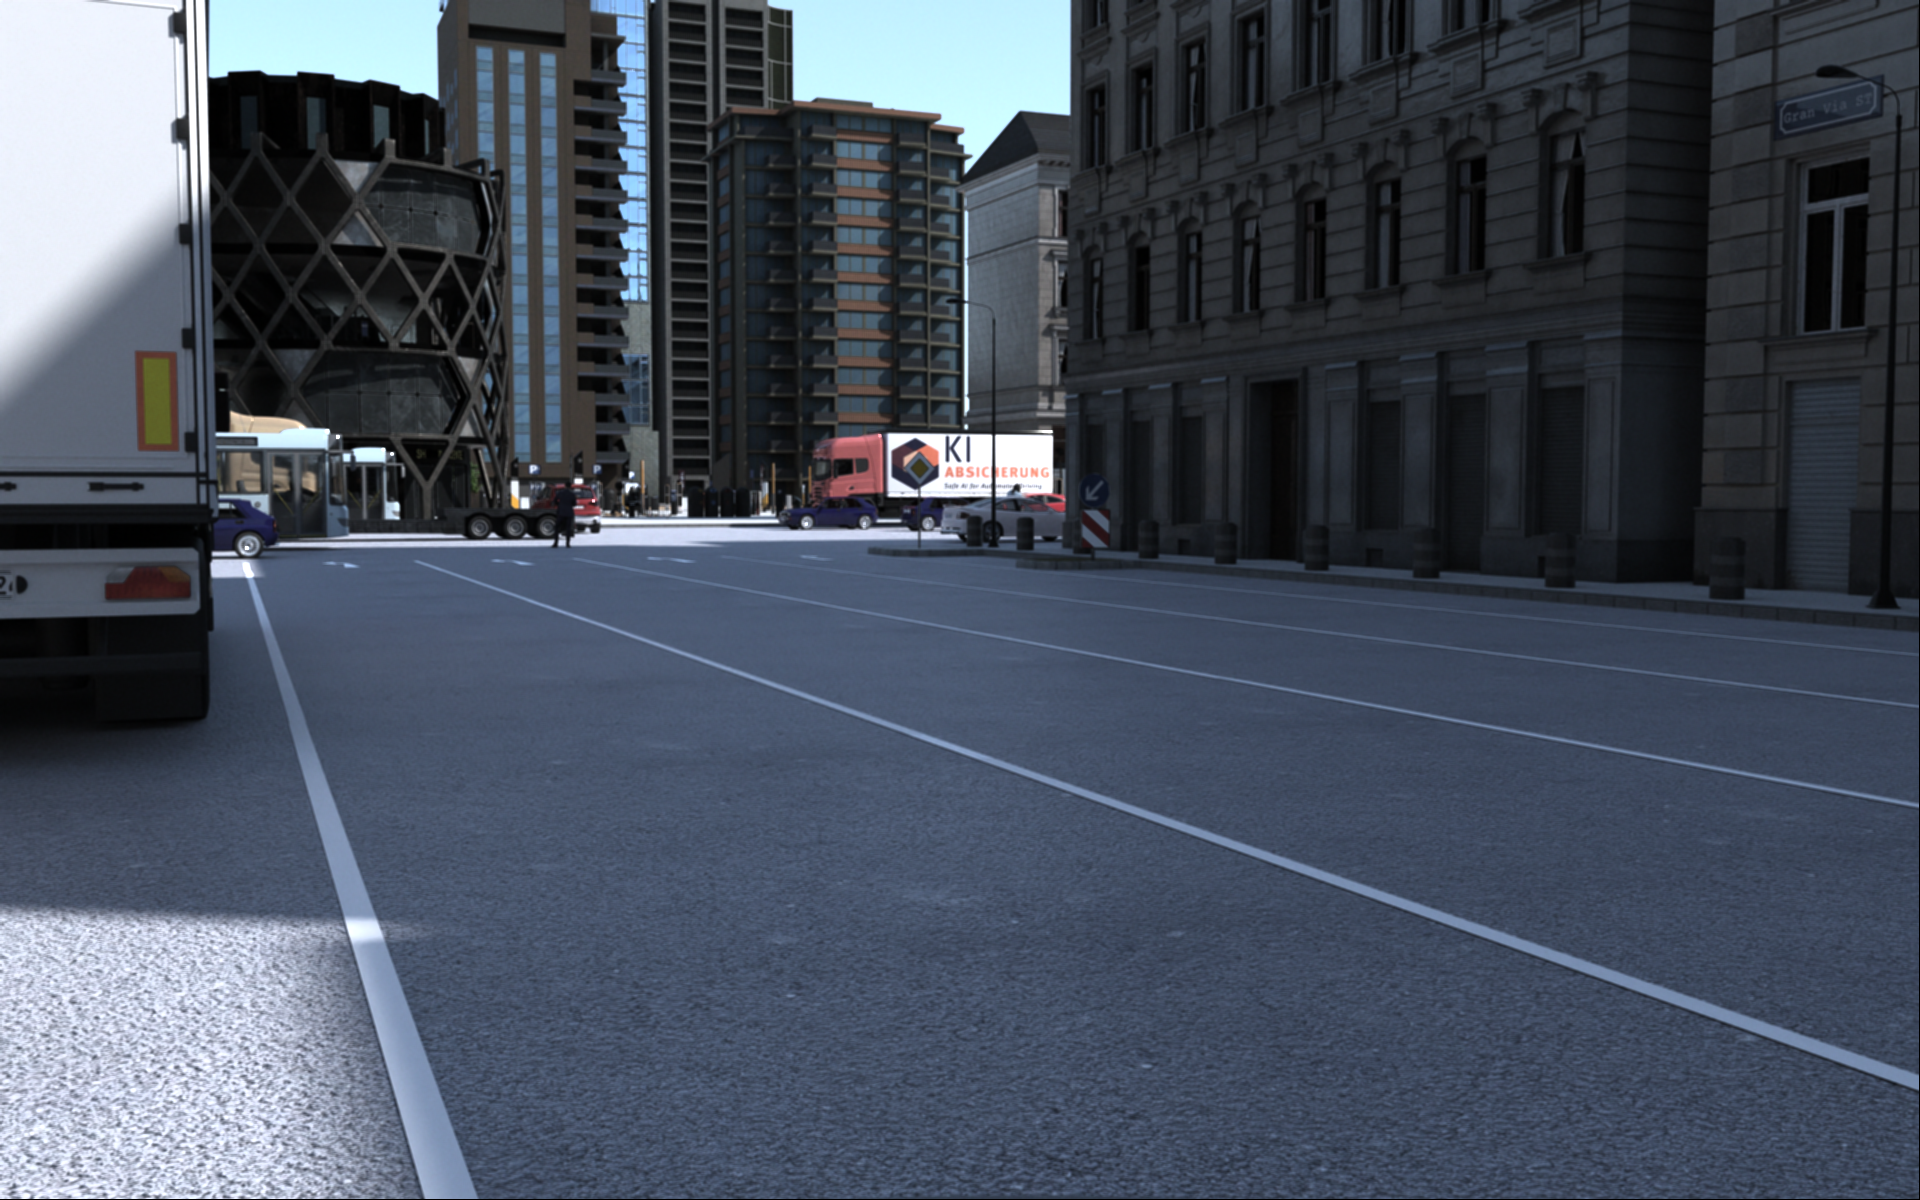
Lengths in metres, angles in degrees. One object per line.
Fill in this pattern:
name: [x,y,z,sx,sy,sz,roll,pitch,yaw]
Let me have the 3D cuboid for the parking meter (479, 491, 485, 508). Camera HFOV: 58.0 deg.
parking meter: [-34.900,-7.224,126.524,0.372,1.533,0.369,0,3,0]

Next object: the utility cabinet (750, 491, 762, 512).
utility cabinet: [-14.488,-6.959,122.461,0.318,1.500,1.173,-3,5,-41]

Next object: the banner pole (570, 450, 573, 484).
banner pole: [-22.343,-6.702,99.590,0.401,3.779,0.863,-1,4,-22]

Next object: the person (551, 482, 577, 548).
person: [-10.642,-2.296,46.483,0.683,1.767,0.568,-1,4,-18]

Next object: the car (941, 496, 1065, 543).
car: [1.780,-2.448,52.392,4.827,1.381,2.083,-2,4,-25]

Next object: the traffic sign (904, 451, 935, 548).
traffic sign: [-0.965,-2.281,40.937,0.795,2.450,0.064,-1,4,-23]

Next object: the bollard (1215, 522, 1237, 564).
bollard: [4.874,-1.042,31.760,0.404,0.777,0.398,0,3,0]

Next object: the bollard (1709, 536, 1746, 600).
bollard: [9.380,-0.394,21.162,0.404,0.777,0.398,0,3,0]

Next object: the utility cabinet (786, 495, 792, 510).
utility cabinet: [-12.319,-6.948,124.761,0.306,1.237,1.020,-1,4,-13]

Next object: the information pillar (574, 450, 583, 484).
information pillar: [-20.252,-6.156,92.009,0.504,3.616,0.183,-2,4,-35]

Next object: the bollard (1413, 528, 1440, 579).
bollard: [7.128,-0.718,26.457,0.404,0.777,0.398,0,3,0]

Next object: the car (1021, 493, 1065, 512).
car: [2.813,-3.979,74.101,4.494,1.783,2.155,-2,4,-23]

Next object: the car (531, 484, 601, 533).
car: [-14.774,-3.430,64.757,2.281,1.827,5.304,-1,4,-22]

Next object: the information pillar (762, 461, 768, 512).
information pillar: [-13.712,-7.971,121.683,0.504,3.616,0.183,3,5,39]

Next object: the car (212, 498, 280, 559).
car: [-17.218,-1.583,38.470,3.894,1.354,1.945,-1,4,-23]

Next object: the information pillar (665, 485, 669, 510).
information pillar: [-23.245,-8.133,137.469,0.304,2.012,0.304,0,4,-6]

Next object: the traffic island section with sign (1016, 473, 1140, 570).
traffic island section with sign: [2.168,-1.533,33.696,1.989,1.847,2.006,-1,4,-23]

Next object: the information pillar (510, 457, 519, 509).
information pillar: [-27.800,-7.146,108.184,0.504,3.616,0.183,-2,4,-29]

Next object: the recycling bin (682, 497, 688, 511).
recycling bin: [-21.446,-7.376,133.158,0.722,1.027,0.722,2,4,33]

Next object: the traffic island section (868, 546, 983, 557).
traffic island section: [-0.946,-1.146,41.023,2.009,0.180,2.903,-1,4,-23]

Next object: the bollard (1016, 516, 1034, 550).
bollard: [1.495,-1.528,39.697,0.404,0.777,0.398,0,3,0]

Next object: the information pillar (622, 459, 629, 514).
information pillar: [-21.997,-7.507,114.096,0.504,3.616,0.183,0,4,-6]

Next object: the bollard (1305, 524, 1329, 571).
bollard: [6.000,-0.880,29.106,0.404,0.777,0.398,0,3,0]

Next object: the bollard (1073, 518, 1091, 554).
bollard: [2.616,-1.366,37.048,0.404,0.777,0.398,0,3,0]

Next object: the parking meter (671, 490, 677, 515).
parking meter: [-17.514,-5.973,106.069,0.372,1.533,0.369,0,3,0]

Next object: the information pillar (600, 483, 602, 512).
information pillar: [-24.369,-6.872,116.843,0.304,2.012,0.304,2,4,34]

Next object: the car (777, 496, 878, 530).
car: [-5.366,-3.530,70.290,3.894,1.354,1.945,-2,4,-24]

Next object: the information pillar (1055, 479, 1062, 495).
information pillar: [4.774,-4.864,84.019,0.304,2.012,0.304,-1,4,-14]

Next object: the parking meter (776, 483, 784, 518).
parking meter: [-9.600,-5.290,92.197,0.399,1.863,0.255,-1,4,-16]

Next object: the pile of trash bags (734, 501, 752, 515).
pile of trash bags: [-14.305,-5.891,106.078,3.447,1.369,1.912,0,4,1]

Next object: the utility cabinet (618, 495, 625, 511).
utility cabinet: [-25.434,-7.328,130.969,1.020,1.237,0.306,3,5,42]

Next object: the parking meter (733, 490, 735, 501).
parking meter: [-14.302,-6.159,109.109,0.372,1.533,0.369,0,3,0]

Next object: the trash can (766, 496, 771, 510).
trash can: [-15.496,-7.796,139.118,0.748,1.137,0.748,0,3,0]

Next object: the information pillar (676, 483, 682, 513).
information pillar: [-18.855,-6.839,116.311,0.304,2.012,0.304,-2,4,-33]

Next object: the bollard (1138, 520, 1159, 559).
bollard: [3.749,-1.204,34.408,0.404,0.777,0.398,0,3,0]

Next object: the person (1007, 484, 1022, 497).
person: [1.821,-3.121,59.801,0.793,1.790,0.793,-1,4,-17]

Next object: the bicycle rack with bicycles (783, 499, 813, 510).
bicycle rack with bicycles: [-12.368,-7.013,128.036,2.852,0.926,2.925,0,4,-8]

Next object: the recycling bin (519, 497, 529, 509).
recycling bin: [-33.165,-7.266,131.355,0.722,1.027,0.722,-3,5,-43]

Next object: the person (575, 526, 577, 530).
person: [-15.523,-3.572,69.594,0.574,1.496,0.600,2,4,33]

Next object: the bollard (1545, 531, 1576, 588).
bollard: [8.257,-0.556,23.811,0.404,0.777,0.398,0,3,0]

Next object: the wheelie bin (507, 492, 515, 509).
wheelie bin: [-31.589,-7.000,122.363,0.693,1.594,0.980,-2,4,-24]

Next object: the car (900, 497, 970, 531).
car: [-0.309,-3.377,67.795,3.894,1.354,1.945,-1,4,-21]

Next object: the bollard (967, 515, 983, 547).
bollard: [0.360,-1.690,42.346,0.404,0.777,0.398,0,3,0]
